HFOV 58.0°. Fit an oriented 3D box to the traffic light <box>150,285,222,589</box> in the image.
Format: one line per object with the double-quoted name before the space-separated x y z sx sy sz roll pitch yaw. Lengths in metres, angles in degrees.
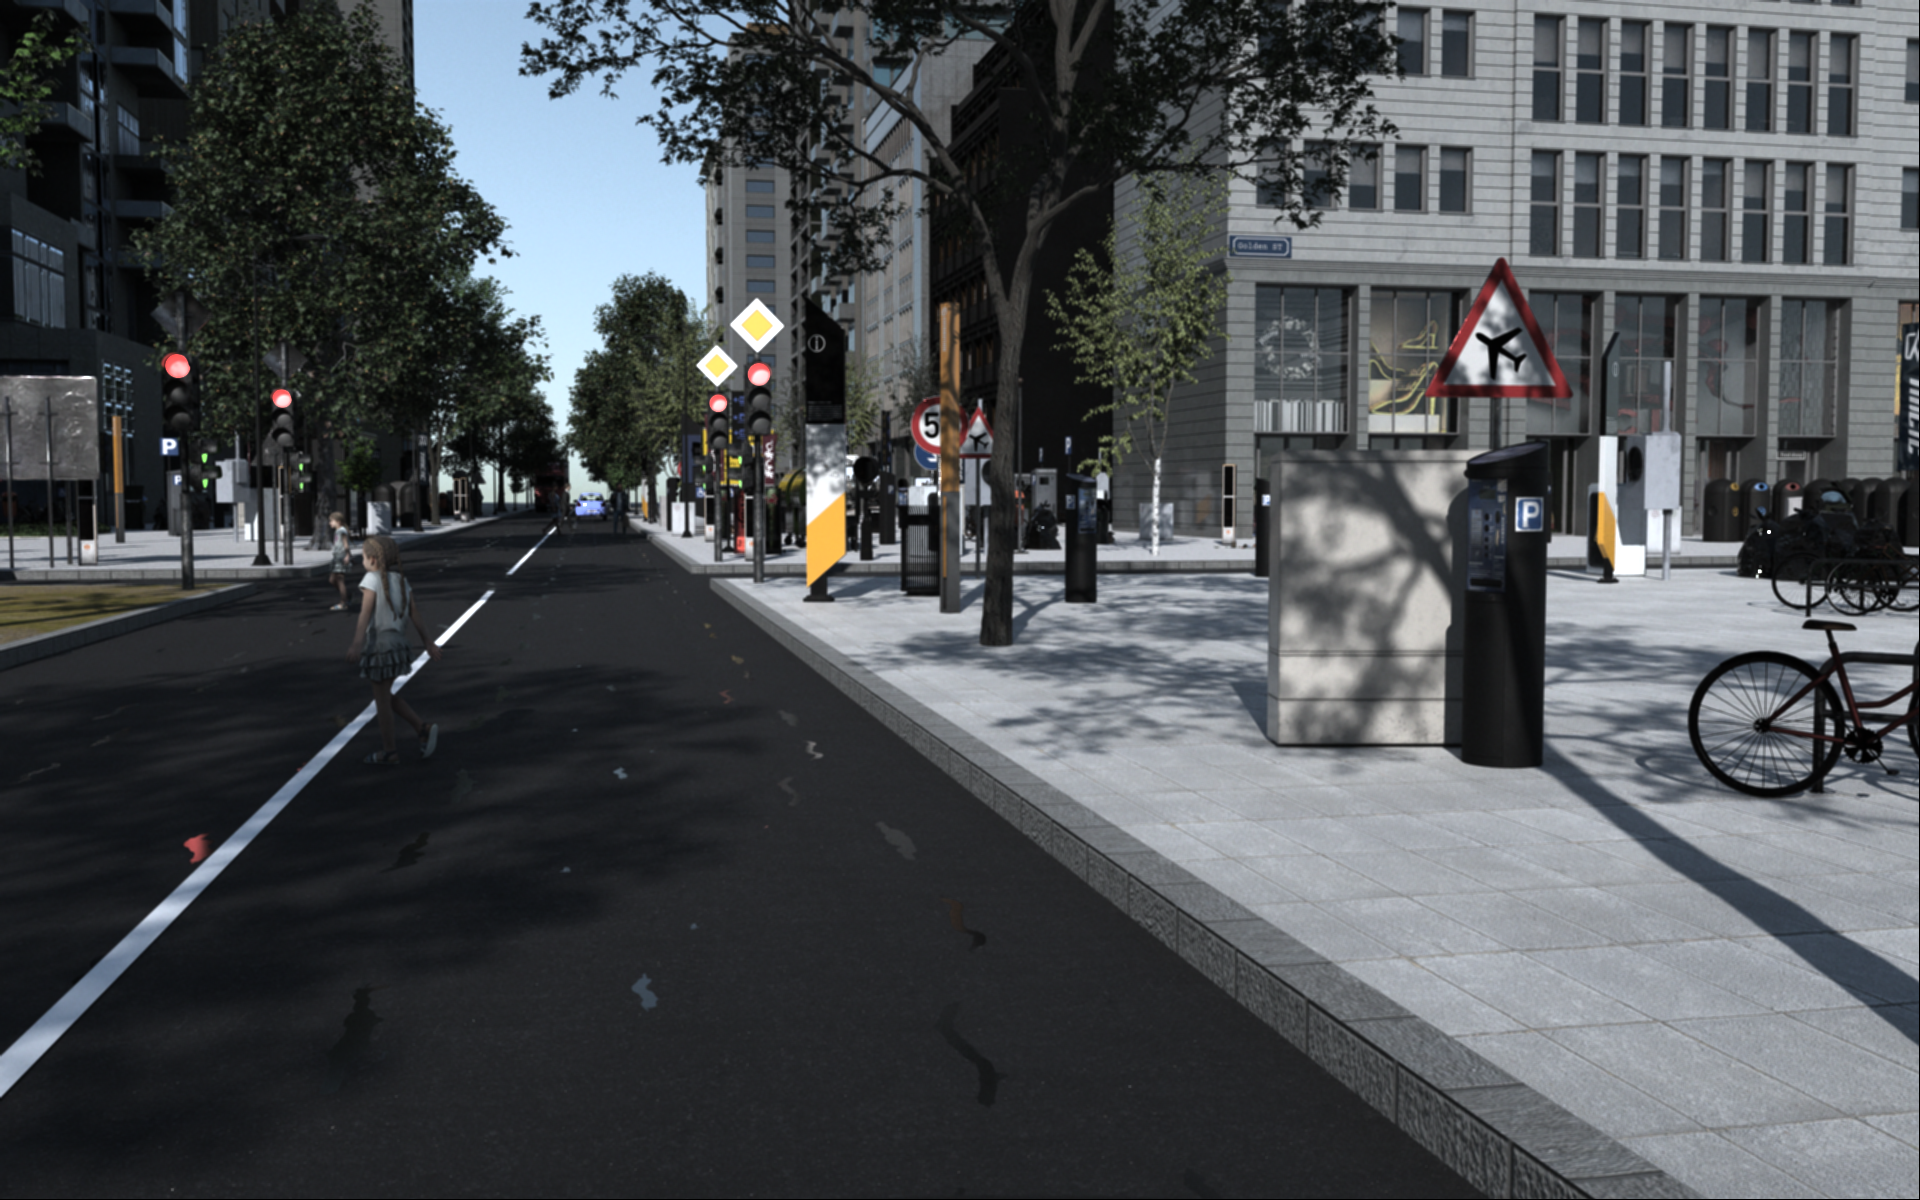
"traffic light" -10.418 -2.103 23.301 0.839 4.253 0.868 -1 4 -12

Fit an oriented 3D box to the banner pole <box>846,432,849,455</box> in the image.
"banner pole" -4.147 -4.376 61.570 0.401 3.779 0.863 -2 4 -32

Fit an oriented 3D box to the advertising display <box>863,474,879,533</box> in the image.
"advertising display" -2.757 -3.152 56.751 0.974 1.923 0.123 3 4 36

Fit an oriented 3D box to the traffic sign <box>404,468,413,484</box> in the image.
"traffic sign" -26.740 -5.167 84.584 0.768 2.556 0.104 0 4 -5

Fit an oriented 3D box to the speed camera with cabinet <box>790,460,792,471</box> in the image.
"speed camera with cabinet" -9.236 -6.434 99.525 0.660 3.252 2.038 -2 4 -31

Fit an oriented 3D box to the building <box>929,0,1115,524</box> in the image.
"building" 6.077 -15.503 83.144 12.332 23.373 15.834 -1 4 -12

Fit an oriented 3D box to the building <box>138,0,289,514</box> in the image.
"building" -59.148 -31.924 111.203 28.713 52.752 27.495 -1 4 -12

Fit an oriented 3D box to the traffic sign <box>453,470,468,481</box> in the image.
"traffic sign" -26.268 -5.561 91.026 0.768 2.556 0.104 0 4 -8

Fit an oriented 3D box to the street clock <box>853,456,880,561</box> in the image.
"street clock" -1.808 -1.766 33.450 0.471 2.002 0.358 1 4 22

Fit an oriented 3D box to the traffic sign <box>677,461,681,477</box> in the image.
"traffic sign" -9.681 -3.771 61.770 0.768 2.556 0.104 0 4 -5

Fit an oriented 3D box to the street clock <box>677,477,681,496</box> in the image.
"street clock" -12.273 -4.287 74.660 0.471 2.002 0.358 -3 5 -41

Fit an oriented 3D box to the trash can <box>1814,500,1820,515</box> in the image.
"trash can" 21.611 -1.920 43.040 0.748 1.137 0.748 0 3 0

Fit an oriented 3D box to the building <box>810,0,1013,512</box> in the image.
"building" 0.390 -31.539 135.263 23.786 49.044 30.456 -1 4 -12

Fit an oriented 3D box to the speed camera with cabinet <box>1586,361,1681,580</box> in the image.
"speed camera with cabinet" 10.320 -1.972 26.581 0.660 3.252 2.038 0 4 -3

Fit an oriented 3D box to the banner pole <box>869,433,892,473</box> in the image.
"banner pole" -3.164 -4.930 70.626 0.863 3.779 0.401 -1 4 -11

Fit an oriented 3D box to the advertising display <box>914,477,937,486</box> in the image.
"advertising display" -1.288 -3.639 64.710 0.974 1.923 0.123 3 4 36

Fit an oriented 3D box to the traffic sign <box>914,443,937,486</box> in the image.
"traffic sign" -0.584 -2.225 36.491 0.768 2.556 0.104 0 4 -7

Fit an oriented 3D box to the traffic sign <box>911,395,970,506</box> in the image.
"traffic sign" -0.260 -1.368 22.470 0.768 2.556 0.104 0 4 -5

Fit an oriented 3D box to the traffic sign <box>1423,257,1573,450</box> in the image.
"traffic sign" 2.970 -0.589 9.627 0.884 2.594 0.081 -1 4 -11

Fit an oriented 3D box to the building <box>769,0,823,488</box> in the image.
"building" -6.609 -44.114 159.522 20.563 71.187 20.611 -1 4 -12

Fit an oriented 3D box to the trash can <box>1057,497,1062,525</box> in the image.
"trash can" 3.957 -3.723 72.530 0.748 1.137 0.748 0 3 0

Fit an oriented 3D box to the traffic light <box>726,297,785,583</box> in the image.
"traffic light" -2.928 -2.201 24.913 0.839 4.253 0.868 -1 4 -12

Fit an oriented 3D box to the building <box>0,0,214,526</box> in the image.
"building" -47.787 -46.811 78.032 22.319 86.520 31.000 -1 4 -12

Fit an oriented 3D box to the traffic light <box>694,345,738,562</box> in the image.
"traffic light" -4.598 -2.679 32.722 0.839 4.253 0.868 -1 4 -12

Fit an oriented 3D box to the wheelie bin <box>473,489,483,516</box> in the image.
"wheelie bin" -29.001 -5.847 103.504 0.980 1.594 0.693 -3 5 -42

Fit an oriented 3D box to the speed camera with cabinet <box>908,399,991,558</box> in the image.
"speed camera with cabinet" -0.055 -2.519 35.521 2.038 3.252 0.660 -2 4 -33

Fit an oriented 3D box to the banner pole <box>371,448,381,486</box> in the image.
"banner pole" -28.182 -5.692 83.073 0.863 3.779 0.401 -1 4 -15

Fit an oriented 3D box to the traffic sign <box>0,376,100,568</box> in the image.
"traffic sign" -16.103 -2.207 29.956 2.265 3.308 0.079 -1 4 -10

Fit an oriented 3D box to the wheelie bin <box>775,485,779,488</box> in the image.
"wheelie bin" -6.542 -3.379 63.155 0.693 1.594 0.980 -3 4 -39

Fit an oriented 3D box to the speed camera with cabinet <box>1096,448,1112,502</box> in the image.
"speed camera with cabinet" 5.954 -4.804 72.880 0.660 3.252 2.038 1 4 14

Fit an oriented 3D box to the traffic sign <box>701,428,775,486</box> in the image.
"traffic sign" -6.818 -3.632 53.256 2.265 3.308 0.079 0 4 -7

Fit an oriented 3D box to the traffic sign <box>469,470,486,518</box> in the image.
"traffic sign" -25.496 -5.602 91.602 0.884 2.594 0.081 -1 4 -11

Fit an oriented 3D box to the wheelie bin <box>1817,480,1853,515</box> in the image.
"wheelie bin" 20.113 -1.953 39.835 0.693 1.594 0.980 1 4 14

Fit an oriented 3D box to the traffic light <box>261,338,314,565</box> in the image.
"traffic light" -12.087 -2.580 31.111 0.839 4.253 0.868 -1 4 -12

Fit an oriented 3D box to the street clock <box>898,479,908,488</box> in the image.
"street clock" -2.695 -4.720 81.737 0.358 2.002 0.471 -3 4 -38

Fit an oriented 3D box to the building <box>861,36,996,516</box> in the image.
"building" 1.790 -17.297 100.832 12.078 24.808 19.932 -1 4 -12

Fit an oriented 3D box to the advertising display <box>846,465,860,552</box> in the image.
"advertising display" -2.658 -2.044 38.634 0.974 1.923 0.123 2 4 35

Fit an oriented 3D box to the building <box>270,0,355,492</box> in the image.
"building" -60.170 -30.450 147.974 14.600 45.320 14.200 -1 4 -12

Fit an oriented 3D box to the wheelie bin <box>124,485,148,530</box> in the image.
"wheelie bin" -29.956 -3.359 62.834 0.980 1.594 0.693 -1 4 -13

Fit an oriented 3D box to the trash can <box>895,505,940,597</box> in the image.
"trash can" -0.445 -0.625 21.869 0.748 1.137 0.748 0 3 0

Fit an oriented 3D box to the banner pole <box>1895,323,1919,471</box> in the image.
"banner pole" 12.367 -1.965 22.144 0.401 3.779 0.863 -2 4 -27

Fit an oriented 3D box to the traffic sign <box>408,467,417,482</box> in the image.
"traffic sign" -24.723 -4.834 79.043 0.884 2.594 0.081 0 4 -7

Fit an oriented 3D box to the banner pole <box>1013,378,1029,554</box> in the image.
"banner pole" 1.122 -2.905 37.520 0.863 3.779 0.401 3 5 42

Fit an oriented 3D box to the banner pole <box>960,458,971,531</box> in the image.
"banner pole" 0.129 -4.264 59.736 0.863 3.779 0.401 0 4 1

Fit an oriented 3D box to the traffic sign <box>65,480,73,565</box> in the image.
"traffic sign" -16.184 -1.915 31.420 0.768 2.556 0.104 0 4 -5

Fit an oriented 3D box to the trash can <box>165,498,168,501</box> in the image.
"trash can" -25.517 -2.745 56.539 0.748 1.137 0.748 0 3 0

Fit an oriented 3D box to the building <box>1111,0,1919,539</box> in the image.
"building" 20.833 -17.084 56.815 29.804 29.767 11.434 -1 4 -12

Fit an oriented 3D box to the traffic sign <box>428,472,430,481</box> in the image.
"traffic sign" -24.819 -4.830 81.101 0.606 2.300 0.079 -1 4 -9

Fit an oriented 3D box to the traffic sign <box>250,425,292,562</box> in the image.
"traffic sign" -12.853 -1.987 32.489 0.884 2.594 0.081 0 4 -4

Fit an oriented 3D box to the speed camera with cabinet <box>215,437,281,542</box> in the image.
"speed camera with cabinet" -19.125 -3.201 46.666 0.660 3.252 2.038 1 4 17

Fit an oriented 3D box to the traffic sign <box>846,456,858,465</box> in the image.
"traffic sign" -2.983 -2.662 45.650 0.606 2.300 0.079 0 4 -3

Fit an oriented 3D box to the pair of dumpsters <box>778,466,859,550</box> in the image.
"pair of dumpsters" -3.362 -2.387 41.525 1.574 2.255 4.437 -1 4 -12

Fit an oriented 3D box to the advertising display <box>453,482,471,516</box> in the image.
"advertising display" -26.461 -5.318 92.162 0.974 1.923 0.123 -2 4 -32

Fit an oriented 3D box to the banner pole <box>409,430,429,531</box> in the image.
"banner pole" -19.076 -4.349 61.116 0.401 3.779 0.863 2 4 34

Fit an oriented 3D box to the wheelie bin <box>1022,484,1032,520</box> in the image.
"wheelie bin" 2.150 -2.871 54.843 0.693 1.594 0.980 1 4 21

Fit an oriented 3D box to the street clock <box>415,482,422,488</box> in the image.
"street clock" -26.051 -4.808 83.183 0.358 2.002 0.471 1 4 15

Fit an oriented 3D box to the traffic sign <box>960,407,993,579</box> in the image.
"traffic sign" 0.271 -1.589 25.980 0.884 2.594 0.081 -1 4 -10

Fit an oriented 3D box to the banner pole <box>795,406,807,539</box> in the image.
"banner pole" -4.378 -3.634 49.426 0.401 3.779 0.863 -3 5 -39
